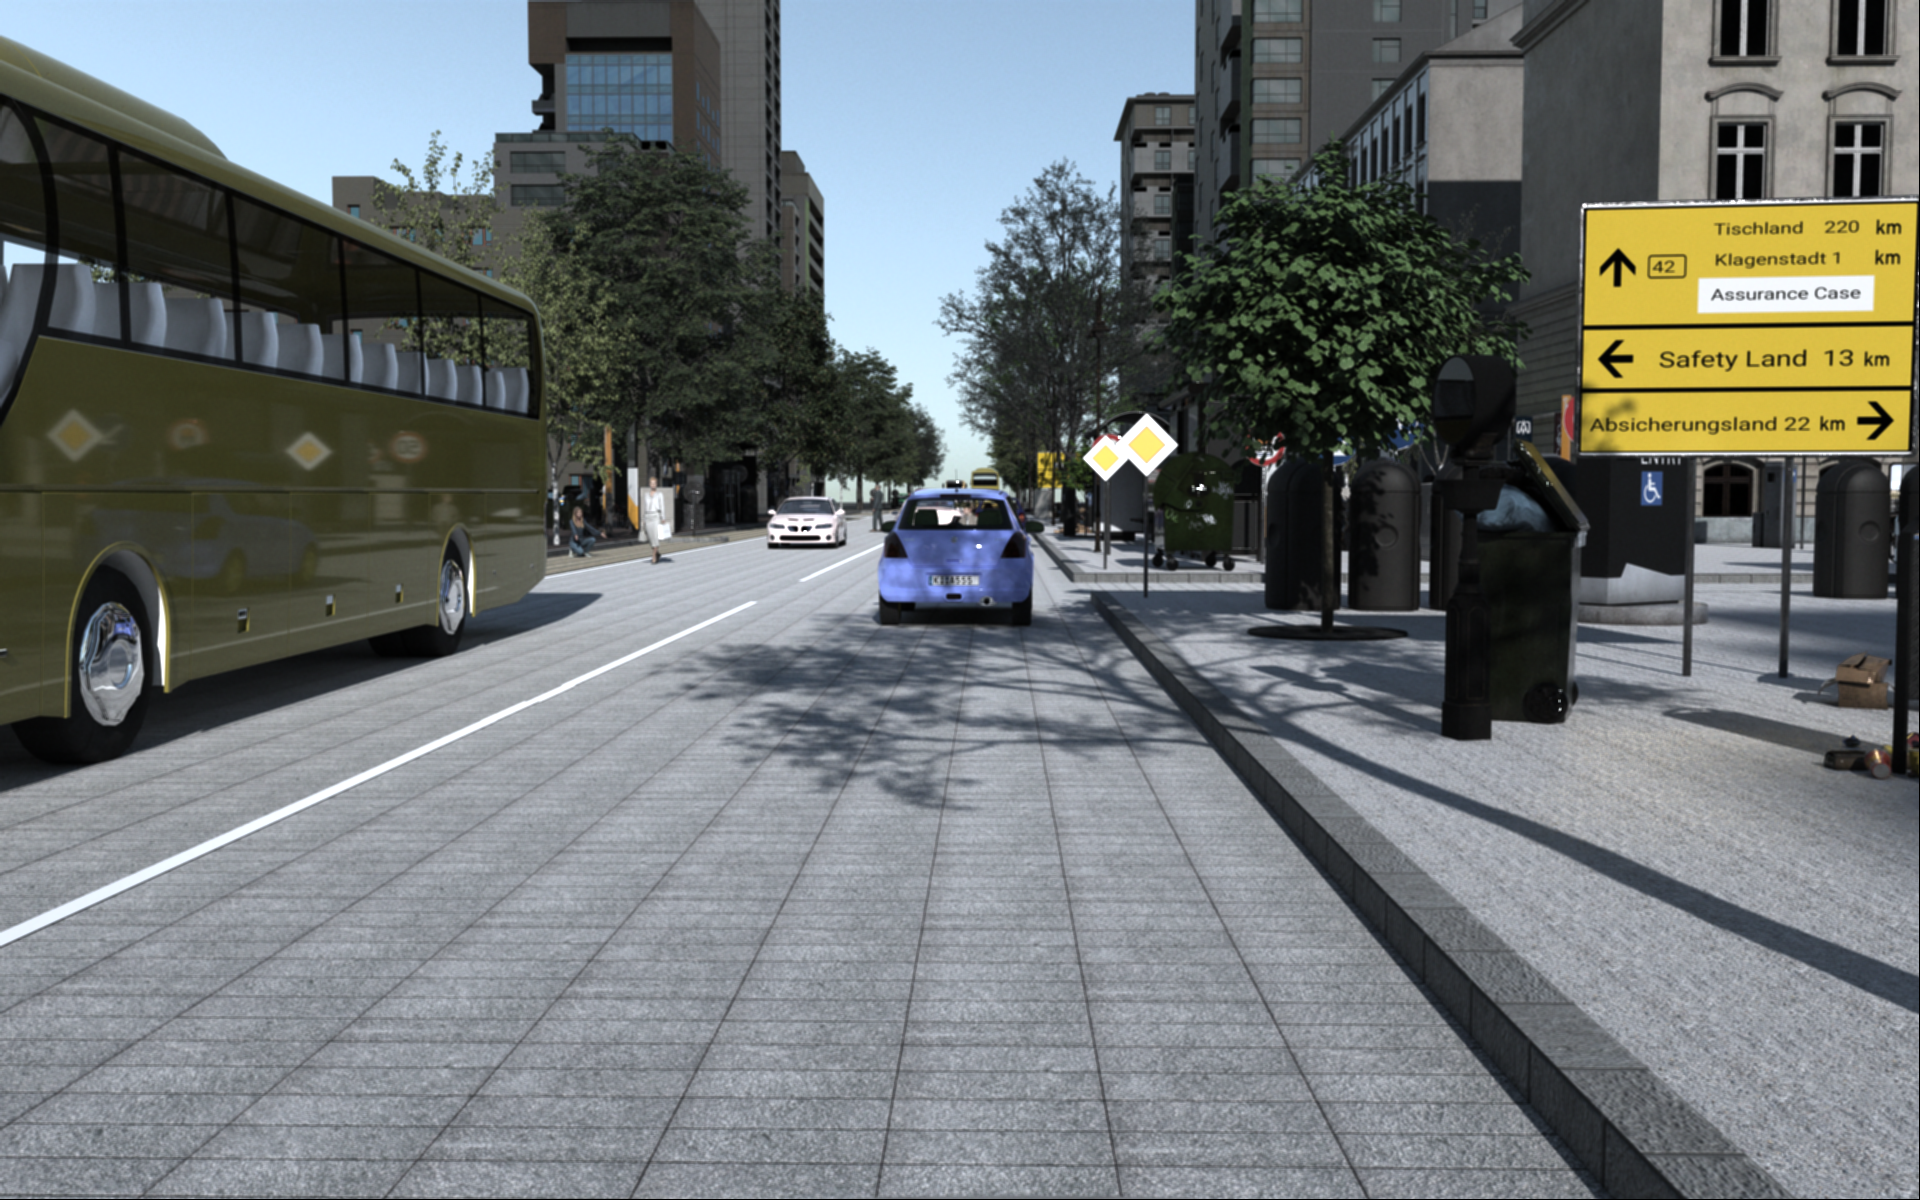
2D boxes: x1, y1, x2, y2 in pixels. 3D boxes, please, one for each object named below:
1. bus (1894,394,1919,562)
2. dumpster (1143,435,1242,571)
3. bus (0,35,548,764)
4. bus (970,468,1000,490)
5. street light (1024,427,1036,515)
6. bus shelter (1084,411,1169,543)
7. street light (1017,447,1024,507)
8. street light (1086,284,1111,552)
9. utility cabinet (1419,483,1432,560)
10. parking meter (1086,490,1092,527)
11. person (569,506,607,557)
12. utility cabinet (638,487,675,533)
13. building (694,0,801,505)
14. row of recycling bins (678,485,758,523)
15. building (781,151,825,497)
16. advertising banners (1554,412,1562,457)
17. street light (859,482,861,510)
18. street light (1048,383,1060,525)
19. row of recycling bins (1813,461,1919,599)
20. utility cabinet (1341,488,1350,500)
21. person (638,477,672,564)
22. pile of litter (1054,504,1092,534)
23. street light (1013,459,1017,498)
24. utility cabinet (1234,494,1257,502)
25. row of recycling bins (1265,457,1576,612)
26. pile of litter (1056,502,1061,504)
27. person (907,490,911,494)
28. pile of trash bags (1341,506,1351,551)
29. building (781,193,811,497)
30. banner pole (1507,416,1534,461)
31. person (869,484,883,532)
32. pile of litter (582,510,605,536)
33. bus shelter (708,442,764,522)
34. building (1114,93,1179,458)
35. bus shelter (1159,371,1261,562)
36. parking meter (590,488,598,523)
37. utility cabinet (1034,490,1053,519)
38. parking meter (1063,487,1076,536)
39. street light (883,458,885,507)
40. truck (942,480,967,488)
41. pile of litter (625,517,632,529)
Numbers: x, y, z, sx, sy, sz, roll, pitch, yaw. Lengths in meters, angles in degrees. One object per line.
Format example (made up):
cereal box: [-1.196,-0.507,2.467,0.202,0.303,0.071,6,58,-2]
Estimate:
bus: [20.296,-1.881,25.617,13.247,3.499,2.948,0,4,3]
dumpster: [3.963,-1.657,29.589,1.502,2.255,1.985,0,4,1]
bus: [-5.697,-1.278,12.444,2.896,3.916,12.252,0,4,0]
bus: [2.367,-10.553,164.087,2.896,3.916,12.252,0,4,1]
street light: [4.705,-8.730,115.518,0.468,5.910,1.993,0,4,1]
bus shelter: [4.345,-3.114,44.830,2.014,3.302,5.546,0,4,1]
street light: [5.360,-10.717,148.005,0.468,5.910,1.993,0,4,1]
street light: [3.059,-4.008,38.318,0.468,5.910,1.993,0,4,1]
utility cabinet: [9.087,-1.501,33.227,0.318,1.500,1.173,0,4,-5]
parking meter: [5.014,-3.574,66.848,0.372,1.533,0.369,0,3,0]
person: [-8.468,-1.540,39.172,0.738,1.151,1.012,3,5,44]
utility cabinet: [-9.825,-2.891,55.946,1.173,1.500,0.318,0,4,-4]
building: [-30.384,-47.321,211.946,20.563,71.187,20.611,0,4,1]
row of recycling bins: [-10.791,-4.292,77.279,3.534,1.692,1.069,-1,4,-13]
building: [-31.066,-38.170,247.785,21.300,48.544,21.600,0,4,1]
advertising banners: [12.683,-2.542,37.743,0.090,3.025,2.074,-1,4,-8]
street light: [-8.053,-10.194,139.464,0.468,5.910,1.993,0,4,1]
street light: [3.829,-5.995,70.802,0.468,5.910,1.993,0,4,1]
row of recycling bins: [12.317,-0.846,20.949,3.534,1.692,1.069,1,4,20]
utility cabinet: [13.051,-3.073,58.914,1.173,1.500,0.318,-1,4,-9]
person: [-6.254,-1.638,35.630,0.694,1.780,0.624,2,4,31]
pile of litter: [3.808,-2.626,56.900,1.176,0.858,1.719,-2,4,-27]
street light: [6.012,-12.716,180.697,0.468,5.910,1.993,0,4,1]
utility cabinet: [7.814,-2.423,48.294,1.173,1.500,0.318,2,4,28]
row of recycling bins: [5.200,-0.743,19.260,3.534,1.692,1.069,0,4,3]
pile of litter: [5.346,-4.845,93.173,1.719,0.858,1.176,1,4,19]
person: [-5.126,-10.209,175.423,1.348,1.823,0.705,0,4,0]
pile of trash bags: [10.180,-1.811,39.357,3.447,1.369,1.912,1,4,14]
building: [-27.641,-33.427,230.123,14.154,41.232,14.086,0,4,1]
banner pole: [15.822,-3.620,49.202,0.863,3.779,0.401,1,4,15]
person: [-3.196,-3.495,65.816,0.590,1.801,0.661,1,4,18]
pile of litter: [-11.560,-2.464,54.253,1.176,0.858,1.719,0,4,-2]
bus shelter: [-10.465,-5.508,81.343,1.731,3.624,6.357,0,4,1]
building: [35.153,-38.893,225.141,28.713,52.752,27.495,0,4,1]
bus shelter: [5.450,-3.618,36.792,2.179,5.291,8.768,0,4,1]
parking meter: [-16.151,-4.160,76.430,0.372,1.533,0.369,0,3,0]
utility cabinet: [4.319,-4.969,89.928,0.318,1.500,1.173,-3,4,-37]
parking meter: [3.333,-2.704,52.625,0.372,1.533,0.369,0,3,0]
street light: [-7.544,-12.181,171.954,0.468,5.910,1.993,0,4,1]
truck: [-0.627,-15.376,247.327,3.469,3.379,9.791,0,4,2]
pile of litter: [-11.684,-3.058,63.967,1.176,0.858,1.719,3,4,36]
